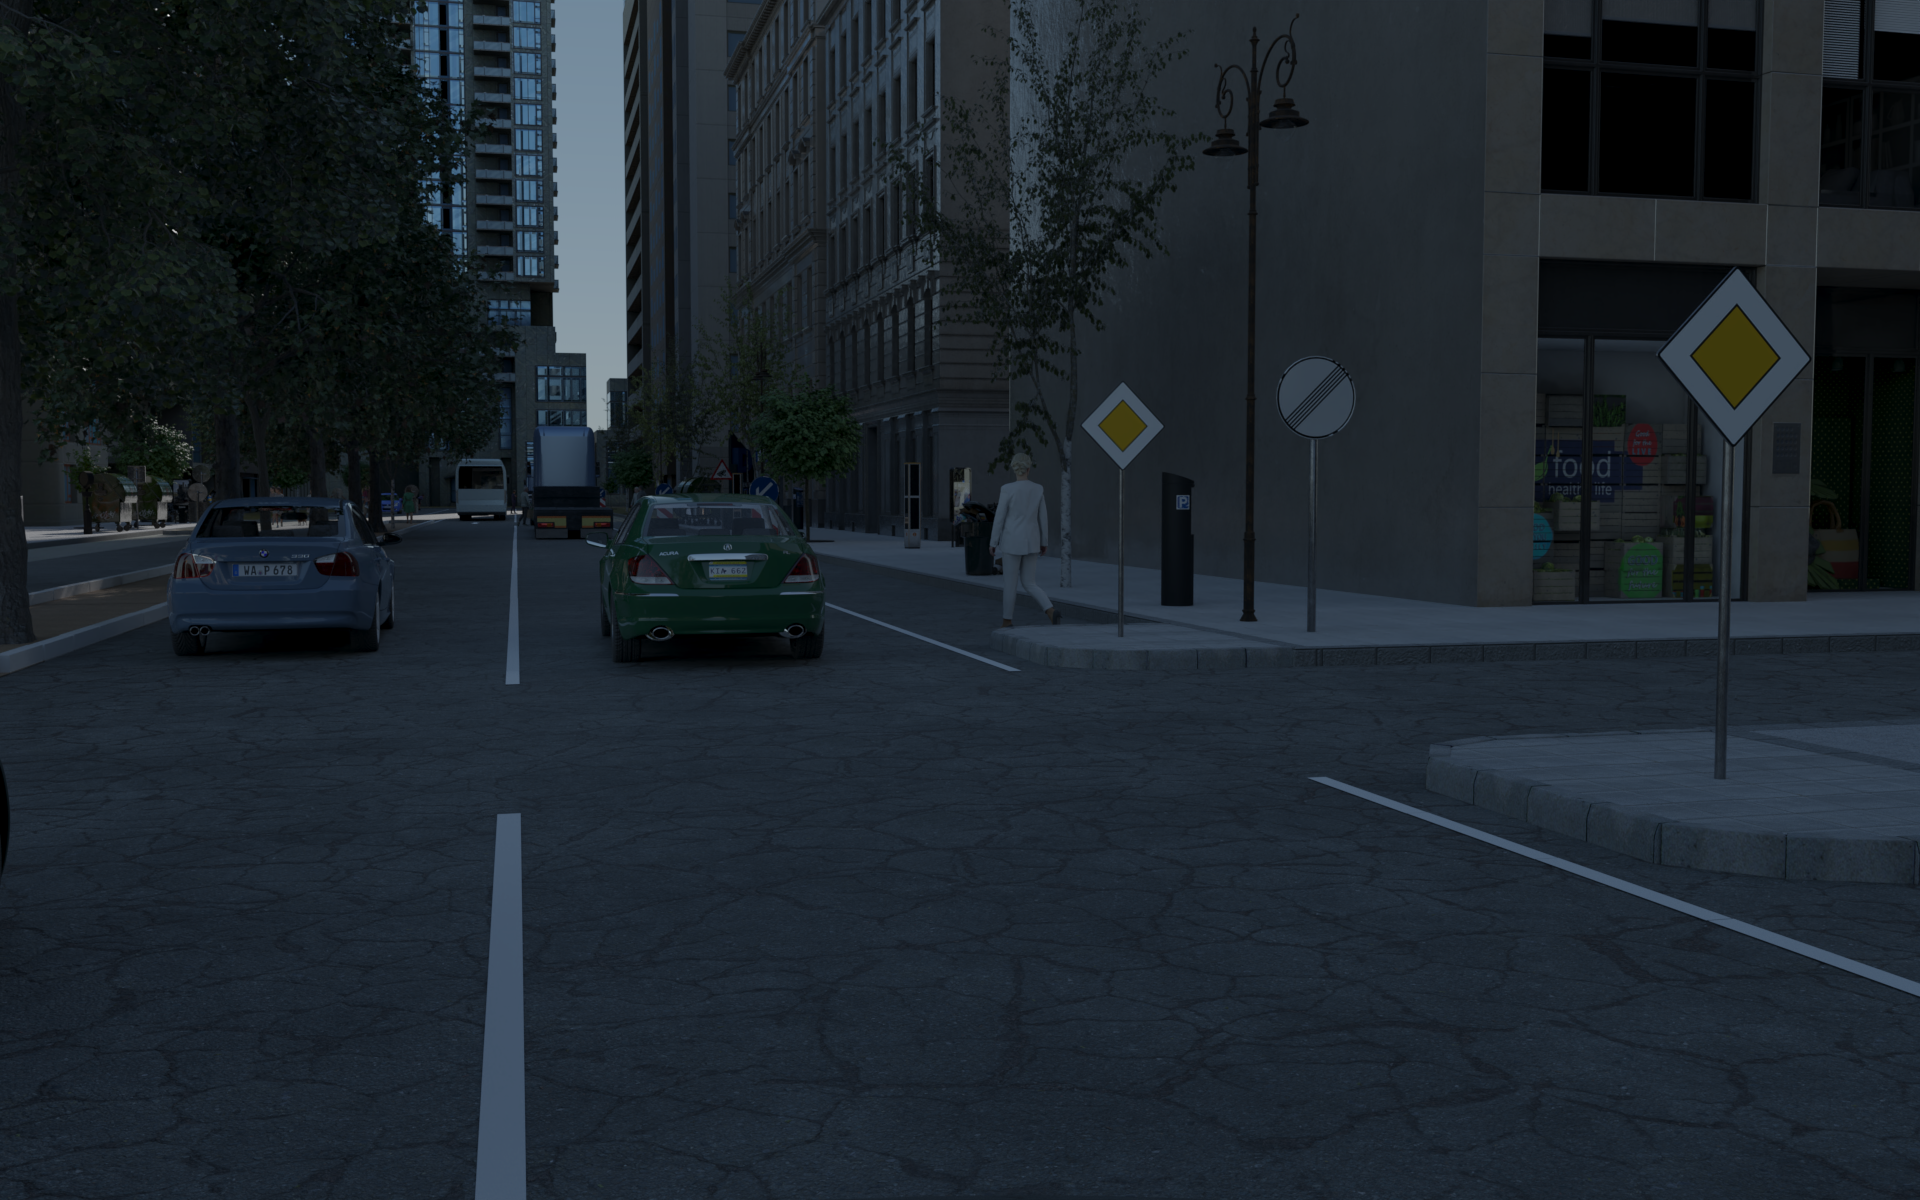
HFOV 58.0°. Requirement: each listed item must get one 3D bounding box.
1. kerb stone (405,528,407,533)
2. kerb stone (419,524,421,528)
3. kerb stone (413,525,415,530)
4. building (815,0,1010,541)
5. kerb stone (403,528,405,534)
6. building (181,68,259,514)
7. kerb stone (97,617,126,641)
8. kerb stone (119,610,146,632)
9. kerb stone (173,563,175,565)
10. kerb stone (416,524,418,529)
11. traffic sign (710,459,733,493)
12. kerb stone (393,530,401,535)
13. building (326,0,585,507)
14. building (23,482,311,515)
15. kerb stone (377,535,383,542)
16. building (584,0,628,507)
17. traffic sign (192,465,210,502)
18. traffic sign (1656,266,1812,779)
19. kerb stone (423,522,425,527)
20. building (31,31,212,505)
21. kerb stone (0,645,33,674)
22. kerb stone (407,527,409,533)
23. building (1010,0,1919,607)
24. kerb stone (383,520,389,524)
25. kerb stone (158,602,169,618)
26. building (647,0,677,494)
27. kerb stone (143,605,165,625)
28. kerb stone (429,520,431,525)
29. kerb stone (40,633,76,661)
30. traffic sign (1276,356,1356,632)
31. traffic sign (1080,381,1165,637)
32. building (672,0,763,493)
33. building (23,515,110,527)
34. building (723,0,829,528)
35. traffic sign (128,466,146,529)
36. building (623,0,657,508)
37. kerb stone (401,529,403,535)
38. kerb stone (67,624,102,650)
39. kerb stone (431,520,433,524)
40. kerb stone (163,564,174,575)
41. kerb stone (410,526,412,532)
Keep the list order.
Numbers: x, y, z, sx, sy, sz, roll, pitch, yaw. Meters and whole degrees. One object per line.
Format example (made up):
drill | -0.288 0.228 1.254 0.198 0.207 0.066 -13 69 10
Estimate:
kerb stone | -19.983 -2.434 61.986 0.120 0.150 1.000 -1 4 -14
kerb stone | -22.279 -2.979 70.907 0.120 0.150 1.000 -1 4 -14
kerb stone | -21.262 -2.735 66.938 0.120 0.150 1.000 -1 4 -14
building | 1.721 -12.658 56.113 9.793 20.994 18.267 -1 4 -14
kerb stone | -19.727 -2.373 60.988 0.120 0.150 1.000 -1 4 -14
building | -54.542 -28.362 113.826 14.600 45.320 14.200 -1 4 -14
kerb stone | -8.518 0.302 17.260 0.120 0.150 1.000 -1 4 -14
kerb stone | -8.775 0.242 18.250 0.120 0.150 1.000 -1 4 -14
kerb stone | -14.383 -0.579 31.656 0.120 0.150 1.000 -1 4 -14
kerb stone | -21.766 -2.858 68.921 0.120 0.150 1.000 -1 4 -14
traffic sign | -8.794 -3.919 64.075 0.884 2.594 0.081 -1 4 -12
kerb stone | -19.222 -2.250 58.995 0.120 0.150 1.000 -1 4 -14
building | -55.064 -52.948 178.379 31.000 86.520 22.319 -1 4 -14
building | -67.175 -17.856 136.991 28.899 21.520 27.650 -1 4 -14
kerb stone | -17.695 -1.886 53.035 0.120 0.150 1.000 -1 4 -14
building | -24.094 -53.401 185.769 31.000 86.520 22.319 -1 4 -14
traffic sign | -32.921 -4.592 75.188 0.768 2.556 0.104 -1 4 -8
traffic sign | 3.423 -0.251 7.742 0.795 2.450 0.064 -1 4 -14
kerb stone | -23.040 -3.160 73.900 0.120 0.150 1.000 -1 4 -14
building | -56.396 -30.728 91.638 28.713 52.752 27.495 -1 4 -14
kerb stone | -7.761 0.486 14.283 0.120 0.150 1.000 -1 4 -14
kerb stone | -20.240 -2.494 62.978 0.120 0.150 1.000 -1 4 -14
building | 19.938 -13.930 32.278 34.151 26.468 19.350 -1 4 -14
kerb stone | -27.883 -3.801 84.338 0.120 0.150 1.000 -1 4 -14
kerb stone | -9.285 0.120 20.230 0.120 0.150 1.000 -1 4 -14
building | -16.299 -29.522 132.797 14.600 45.320 14.200 -1 4 -14
kerb stone | -9.028 0.186 19.241 0.120 0.150 1.000 -1 4 -14
kerb stone | -24.317 -3.467 78.876 0.120 0.150 1.000 -1 4 -14
kerb stone | -8.007 0.427 15.275 0.120 0.150 1.000 -1 4 -14
traffic sign | 3.273 -0.976 16.056 0.768 2.556 0.104 -1 4 -9
traffic sign | 1.440 -0.724 15.478 0.795 2.450 0.064 -1 4 -14
building | -8.068 -34.900 112.612 21.231 58.520 28.212 -1 4 -14
building | -47.641 -13.086 58.989 27.650 21.520 28.899 -1 4 -14
building | -2.895 -17.144 77.570 12.463 27.353 25.104 -1 4 -14
traffic sign | -29.895 -3.718 62.914 0.606 2.300 0.079 0 4 -7
building | -17.825 -32.288 151.605 21.300 48.544 21.600 -1 4 -14
kerb stone | -19.478 -2.312 59.995 0.120 0.150 1.000 -1 4 -14
kerb stone | -8.262 0.363 16.267 0.120 0.150 1.000 -1 4 -14
kerb stone | -24.825 -3.588 80.861 0.120 0.150 1.000 -1 4 -14
kerb stone | -14.126 -0.514 30.667 0.120 0.150 1.000 -1 4 -14
kerb stone | -20.751 -2.615 64.958 0.120 0.150 1.000 -1 4 -14
